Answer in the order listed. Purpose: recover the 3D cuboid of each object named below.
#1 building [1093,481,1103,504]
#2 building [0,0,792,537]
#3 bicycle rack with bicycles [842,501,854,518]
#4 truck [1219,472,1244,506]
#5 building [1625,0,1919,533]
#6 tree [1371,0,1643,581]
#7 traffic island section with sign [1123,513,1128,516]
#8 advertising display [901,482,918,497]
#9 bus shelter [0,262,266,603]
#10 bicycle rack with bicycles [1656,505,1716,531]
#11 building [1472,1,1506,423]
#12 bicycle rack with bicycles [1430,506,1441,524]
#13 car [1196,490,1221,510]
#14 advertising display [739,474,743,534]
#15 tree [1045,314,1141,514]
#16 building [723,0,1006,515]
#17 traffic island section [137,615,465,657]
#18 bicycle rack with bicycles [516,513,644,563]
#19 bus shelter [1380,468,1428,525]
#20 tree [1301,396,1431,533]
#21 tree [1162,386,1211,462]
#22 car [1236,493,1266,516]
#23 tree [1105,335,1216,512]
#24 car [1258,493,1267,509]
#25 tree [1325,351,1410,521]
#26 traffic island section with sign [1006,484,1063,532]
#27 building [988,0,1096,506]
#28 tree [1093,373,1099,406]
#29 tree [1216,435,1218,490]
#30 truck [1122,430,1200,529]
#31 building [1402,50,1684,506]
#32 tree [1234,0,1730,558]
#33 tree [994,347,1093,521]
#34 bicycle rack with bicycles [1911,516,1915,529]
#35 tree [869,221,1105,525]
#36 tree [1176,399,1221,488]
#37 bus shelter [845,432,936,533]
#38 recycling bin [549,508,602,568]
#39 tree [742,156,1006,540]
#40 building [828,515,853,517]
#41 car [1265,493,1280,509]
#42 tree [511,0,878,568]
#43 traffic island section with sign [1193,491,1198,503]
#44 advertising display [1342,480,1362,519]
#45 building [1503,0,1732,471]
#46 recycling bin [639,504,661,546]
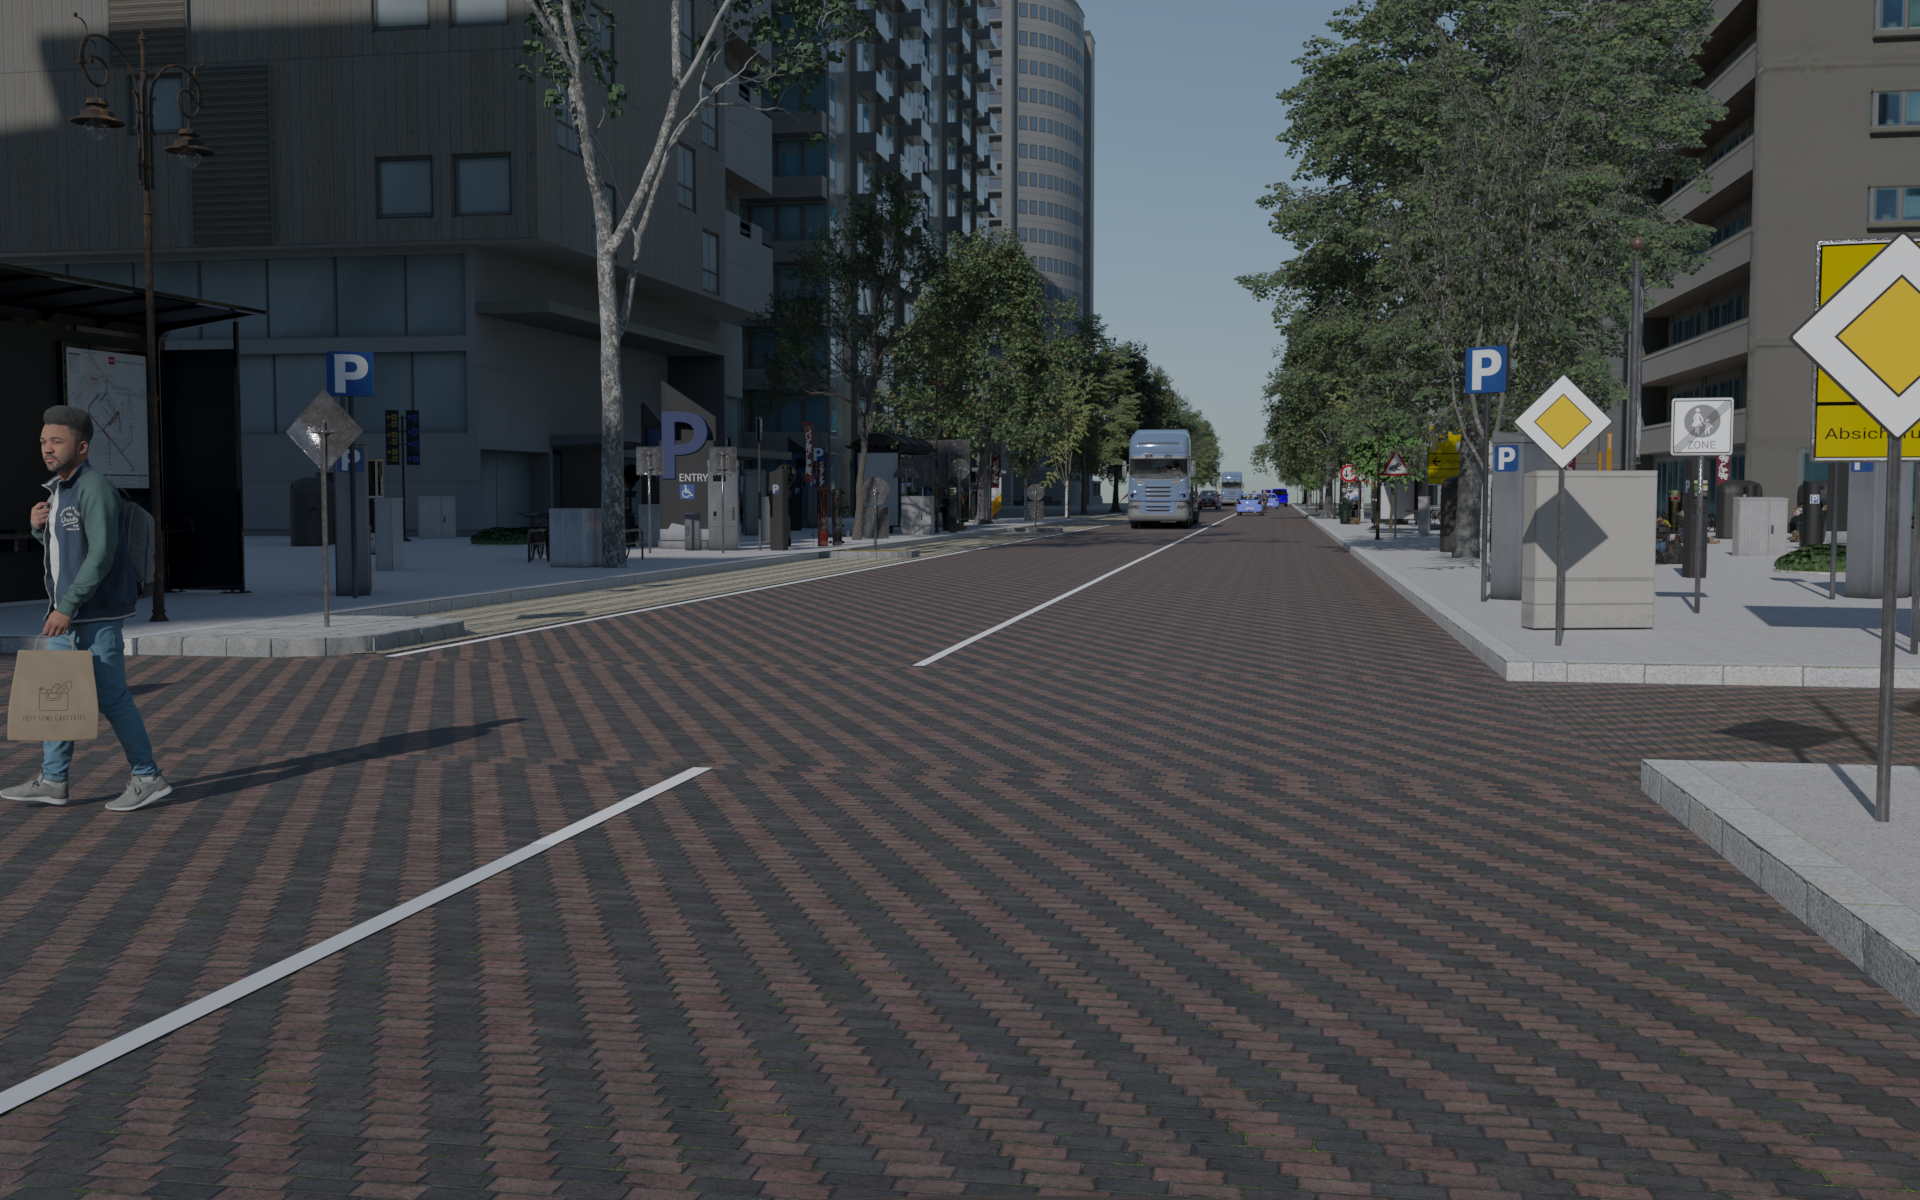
[{"bbox_3d":[2.152,-32.800,228.165,32.217,40.220,23.993,1,4,10],"label":"building"},{"bbox_3d":[-23.006,-29.037,63.991,28.713,52.752,27.495,1,4,10],"label":"building"},{"bbox_3d":[-5.168,-4.752,91.070,2.925,0.926,2.852,-3,5,-42],"label":"bicycle rack with bicycles"},{"bbox_3d":[33.690,-13.648,212.902,2.967,4.110,18.799,1,4,11],"label":"truck"},{"bbox_3d":[38.288,-26.914,63.739,21.300,48.544,21.600,1,4,10],"label":"building"},{"bbox_3d":[7.888,-4.607,25.692,4.360,8.622,3.978,0,3,0],"label":"tree"},{"bbox_3d":[11.851,-6.485,114.652,1.989,1.847,2.006,1,4,10],"label":"traffic island section with sign"},{"bbox_3d":[-2.700,-5.298,91.829,0.974,1.923,0.123,-1,4,-18],"label":"advertising display"},{"bbox_3d":[-10.278,-1.720,19.405,1.731,3.624,6.357,1,4,11],"label":"bus shelter"},{"bbox_3d":[24.410,-2.788,58.959,2.852,0.926,2.925,-2,4,-28],"label":"bicycle rack with bicycles"},{"bbox_3d":[51.440,-31.349,132.169,23.786,49.044,30.456,1,4,10],"label":"building"},{"bbox_3d":[21.393,-3.740,74.530,2.925,0.926,2.852,1,4,23],"label":"bicycle rack with bicycles"},{"bbox_3d":[23.129,-9.313,160.941,2.281,1.827,5.304,1,4,12],"label":"car"},{"bbox_3d":[-6.761,-3.064,55.306,0.123,1.923,0.974,-2,4,-34],"label":"advertising display"},{"bbox_3d":[7.745,-11.661,108.790,7.486,12.596,7.792,0,3,0],"label":"tree"},{"bbox_3d":[-9.299,-31.791,139.390,23.786,49.044,30.456,1,4,10],"label":"building"},{"bbox_3d":[-6.126,0.341,16.706,2.009,0.180,2.903,1,4,10],"label":"traffic island section"},{"bbox_3d":[-7.277,-1.200,32.999,2.852,0.926,2.925,0,4,2],"label":"bicycle rack with bicycles"},{"bbox_3d":[17.692,-4.599,69.113,2.014,3.302,5.546,1,4,10],"label":"bus shelter"},{"bbox_3d":[14.298,-4.507,57.409,4.285,4.588,4.351,0,3,0],"label":"tree"},{"bbox_3d":[21.505,-16.735,183.990,12.009,13.543,11.850,0,3,0],"label":"tree"},{"bbox_3d":[19.298,-6.450,115.050,1.945,1.707,3.694,1,4,12],"label":"car"},{"bbox_3d":[11.345,-12.705,124.739,9.611,12.733,9.660,0,3,0],"label":"tree"},{"bbox_3d":[29.925,-10.015,173.342,1.945,1.707,3.694,1,4,10],"label":"car"},{"bbox_3d":[19.453,-8.079,82.460,4.737,8.622,4.395,0,3,0],"label":"tree"},{"bbox_3d":[2.872,-3.494,65.751,1.989,1.847,2.006,1,4,10],"label":"traffic island section with sign"},{"bbox_3d":[3.588,-40.293,200.789,21.231,58.520,28.212,1,4,10],"label":"building"},{"bbox_3d":[5.796,-8.939,96.508,4.737,8.622,4.395,0,3,0],"label":"tree"},{"bbox_3d":[16.290,-14.257,150.110,9.611,12.733,9.660,0,3,0],"label":"tree"},{"bbox_3d":[9.380,-5.411,78.233,2.967,4.110,18.799,1,4,9],"label":"truck"},{"bbox_3d":[66.436,-37.500,202.365,28.713,52.752,27.495,1,4,10],"label":"building"},{"bbox_3d":[10.192,-7.827,34.633,9.857,13.997,8.962,0,3,0],"label":"tree"},{"bbox_3d":[3.371,-8.098,82.767,4.737,8.622,4.395,0,3,0],"label":"tree"},{"bbox_3d":[29.040,-2.379,52.271,2.852,0.926,2.925,-2,4,-24],"label":"bicycle rack with bicycles"},{"bbox_3d":[0.974,-9.534,72.884,9.611,12.733,9.660,0,3,0],"label":"tree"},{"bbox_3d":[26.125,-17.675,207.108,7.486,12.596,7.792,0,3,0],"label":"tree"},{"bbox_3d":[-2.259,-3.976,58.938,2.014,3.302,5.546,1,4,11],"label":"bus shelter"},{"bbox_3d":[-6.748,-1.100,30.534,0.722,1.027,0.722,1,4,19],"label":"recycling bin"},{"bbox_3d":[-2.560,-6.939,47.863,7.601,10.594,8.767,1,4,20],"label":"tree"},{"bbox_3d":[-14.292,-29.949,109.267,23.786,49.044,30.456,1,4,10],"label":"building"},{"bbox_3d":[29.028,-9.346,162.403,1.945,1.707,3.694,1,4,10],"label":"car"},{"bbox_3d":[-5.025,-10.559,28.536,12.611,20.169,13.585,0,3,0],"label":"tree"},{"bbox_3d":[26.592,-11.404,195.082,1.989,1.847,2.006,1,4,10],"label":"traffic island section with sign"},{"bbox_3d":[17.508,-4.419,77.466,0.123,1.923,0.974,-3,5,-42],"label":"advertising display"},{"bbox_3d":[42.003,-26.170,111.476,14.154,41.232,14.086,1,4,10],"label":"building"},{"bbox_3d":[-7.450,-1.851,42.817,0.722,1.027,0.722,2,4,26],"label":"recycling bin"}]
